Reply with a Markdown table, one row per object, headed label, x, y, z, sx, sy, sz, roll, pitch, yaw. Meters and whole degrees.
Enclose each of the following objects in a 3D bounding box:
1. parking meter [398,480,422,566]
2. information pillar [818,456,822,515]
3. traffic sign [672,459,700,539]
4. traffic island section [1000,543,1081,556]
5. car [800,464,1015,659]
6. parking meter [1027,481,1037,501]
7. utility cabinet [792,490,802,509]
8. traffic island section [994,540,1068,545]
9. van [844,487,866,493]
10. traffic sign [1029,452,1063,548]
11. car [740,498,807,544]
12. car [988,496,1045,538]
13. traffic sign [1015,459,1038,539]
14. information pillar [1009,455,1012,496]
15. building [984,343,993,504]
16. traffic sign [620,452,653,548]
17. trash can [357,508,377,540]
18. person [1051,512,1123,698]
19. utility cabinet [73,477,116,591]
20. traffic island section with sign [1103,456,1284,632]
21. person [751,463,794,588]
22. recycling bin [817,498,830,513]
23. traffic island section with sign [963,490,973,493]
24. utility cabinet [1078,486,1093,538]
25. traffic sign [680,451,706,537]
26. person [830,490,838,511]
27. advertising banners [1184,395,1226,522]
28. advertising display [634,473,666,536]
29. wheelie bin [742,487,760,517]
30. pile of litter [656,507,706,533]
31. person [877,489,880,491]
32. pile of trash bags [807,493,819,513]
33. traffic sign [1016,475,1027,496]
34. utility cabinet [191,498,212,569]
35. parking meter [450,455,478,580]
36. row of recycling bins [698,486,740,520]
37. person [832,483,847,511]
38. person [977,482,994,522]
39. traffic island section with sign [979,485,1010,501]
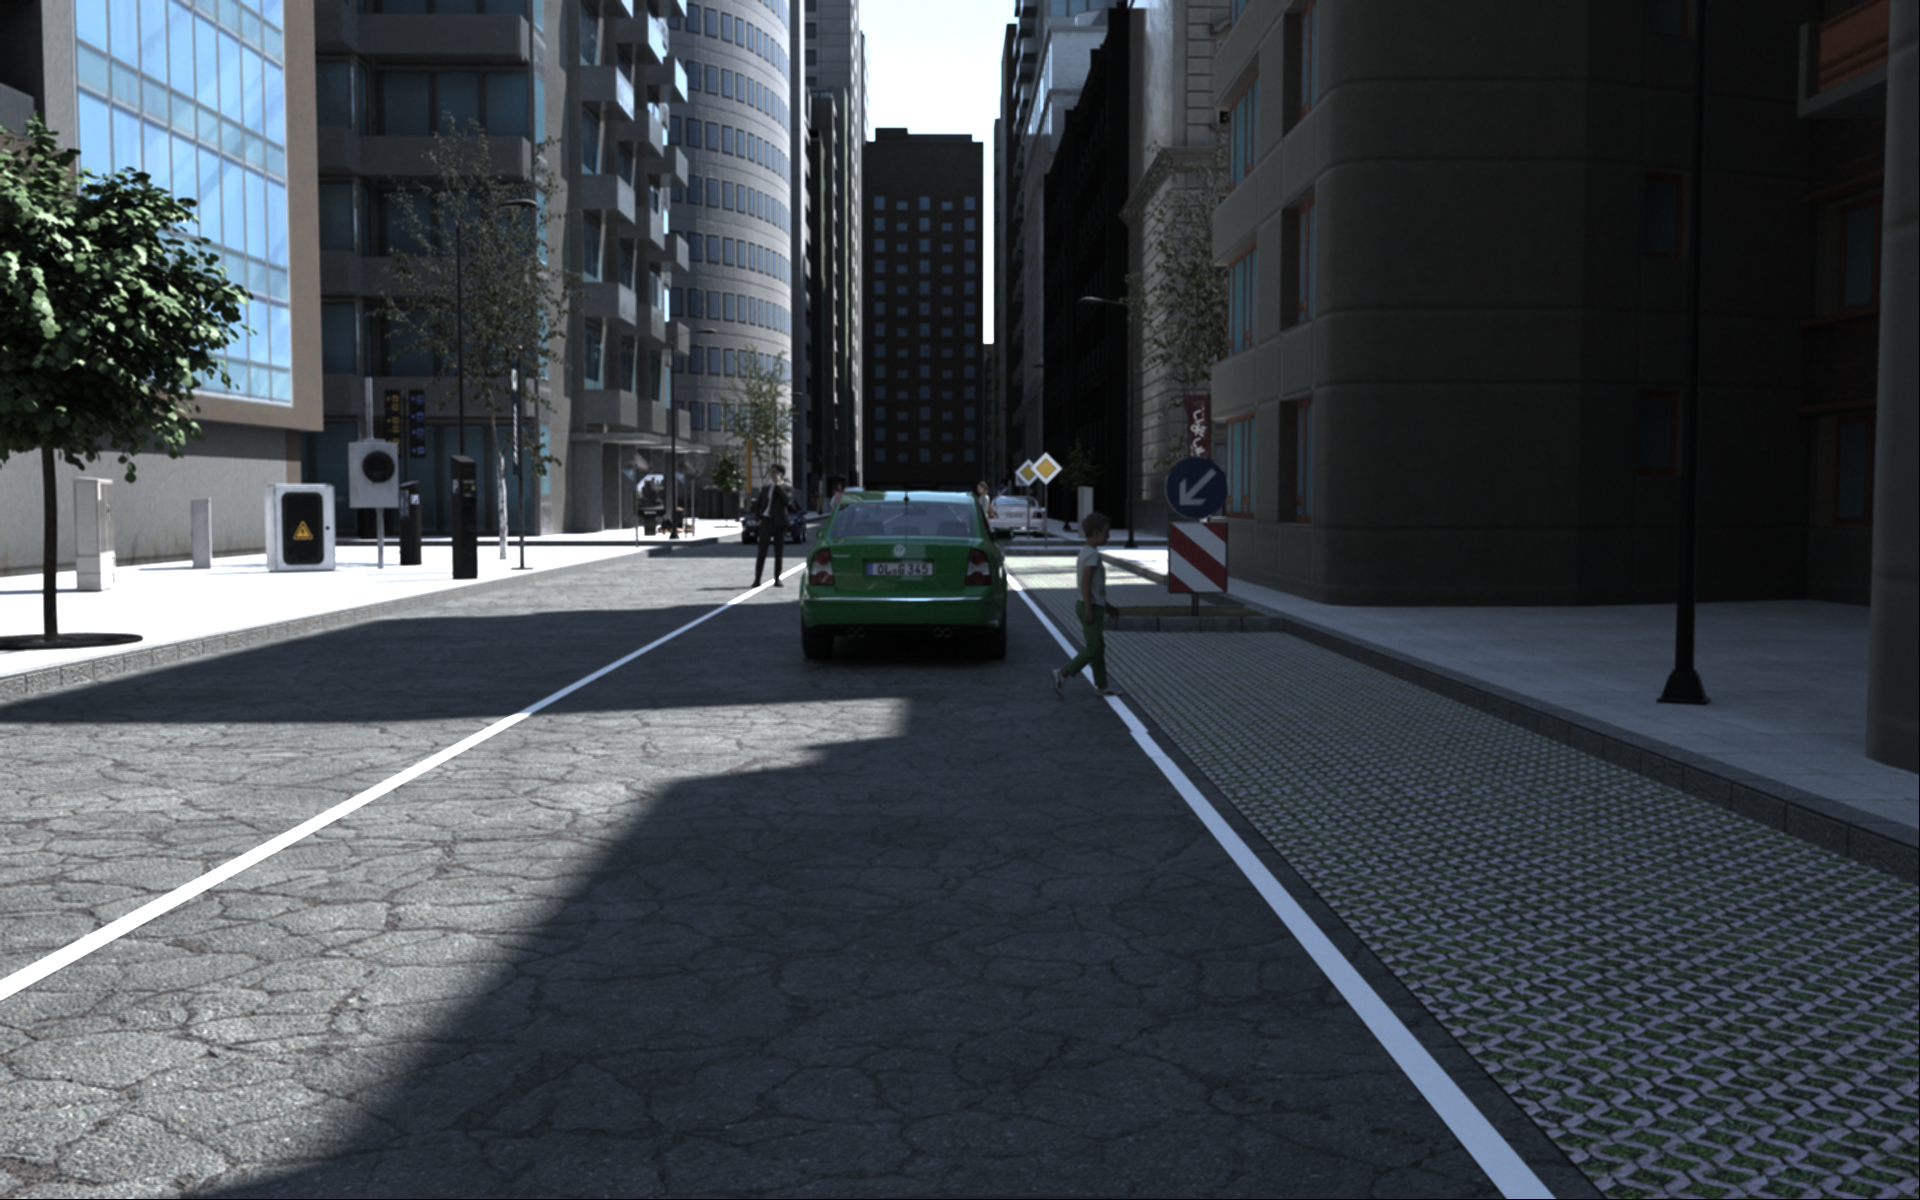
| label | x | y | z | sx | sy | sz | roll | pitch | yaw |
| --- | --- | --- | --- | --- | --- | --- | --- | --- | --- |
| parking meter | -9.908 | -1.394 | 31.207 | 0.372 | 1.533 | 0.369 | 0 | 3 | 0 |
| information pillar | -8.500 | -6.978 | 105.451 | 0.183 | 3.616 | 0.504 | -1 | 4 | -16 |
| traffic sign | -7.754 | -2.774 | 48.994 | 0.795 | 2.450 | 0.064 | 0 | 4 | -1 |
| traffic island section | 2.062 | -1.156 | 41.186 | 2.009 | 0.180 | 2.903 | 0 | 4 | -1 |
| car | -0.451 | -0.467 | 16.433 | 1.959 | 1.807 | 4.718 | 0 | 4 | 1 |
| parking meter | 3.141 | -4.292 | 75.883 | 0.399 | 1.863 | 0.255 | 1 | 4 | 16 |
| utility cabinet | -8.330 | -4.792 | 87.024 | 0.318 | 1.500 | 1.173 | 1 | 4 | 22 |
| traffic island section | 1.963 | -1.645 | 49.170 | 2.009 | 0.180 | 2.903 | 0 | 4 | -1 |
| van | -6.079 | -5.618 | 98.861 | 2.013 | 2.044 | 4.112 | 0 | 4 | 0 |
| traffic sign | 2.038 | -2.292 | 41.108 | 0.795 | 2.450 | 0.064 | 0 | 4 | -1 |
| car | -5.444 | -2.343 | 50.891 | 1.945 | 1.354 | 3.894 | 0 | 4 | -2 |
| car | 1.670 | -2.526 | 53.661 | 2.083 | 1.381 | 4.827 | 0 | 4 | 1 |
| traffic sign | 1.939 | -2.780 | 49.093 | 0.795 | 2.450 | 0.064 | 0 | 4 | -1 |
| information pillar | 2.985 | -6.815 | 102.783 | 0.183 | 3.616 | 0.504 | 1 | 4 | 19 |
| building | 17.518 | -23.114 | 222.953 | 28.899 | 21.520 | 27.650 | 0 | 4 | -1 |
| traffic sign | -7.656 | -2.285 | 41.009 | 0.795 | 2.450 | 0.064 | 0 | 4 | -1 |
| trash can | -16.713 | -2.281 | 48.946 | 0.748 | 1.137 | 0.748 | 0 | 3 | 0 |
| person | 0.890 | 0.037 | 12.151 | 0.590 | 1.304 | 0.306 | -2 | 4 | -25 |
| utility cabinet | -11.548 | -0.885 | 23.148 | 0.318 | 1.500 | 1.173 | -1 | 4 | -18 |
| traffic island section with sign | 2.349 | -0.621 | 18.789 | 1.989 | 1.847 | 2.006 | 0 | 4 | -1 |
| person | -2.884 | -1.152 | 26.703 | 0.648 | 1.900 | 0.474 | 0 | 4 | 1 |
| recycling bin | -9.263 | -6.430 | 117.682 | 0.722 | 1.027 | 0.722 | 1 | 4 | 17 |
| traffic island section with sign | 1.322 | -5.667 | 101.283 | 1.989 | 1.847 | 2.006 | 0 | 4 | -1 |
| utility cabinet | 3.671 | -2.560 | 50.536 | 0.318 | 1.500 | 1.173 | 0 | 4 | -3 |
| traffic sign | -7.889 | -3.123 | 51.167 | 0.768 | 2.556 | 0.104 | 0 | 4 | 6 |
| person | -4.717 | -3.386 | 65.672 | 0.330 | 1.601 | 0.589 | 1 | 4 | 23 |
| advertising banners | 4.849 | -2.085 | 30.278 | 2.074 | 3.025 | 0.090 | 2 | 4 | 32 |
| advertising display | -9.543 | -2.941 | 53.302 | 0.974 | 1.923 | 0.123 | 0 | 4 | 1 |
| wheelie bin | -9.775 | -4.484 | 81.229 | 0.980 | 1.594 | 0.693 | -2 | 4 | -30 |
| pile of litter | -9.254 | -2.648 | 57.264 | 1.719 | 0.858 | 1.176 | 0 | 4 | -3 |
| person | -6.083 | -7.373 | 129.146 | 1.348 | 1.812 | 0.705 | 0 | 4 | 1 |
| pile of trash bags | -11.099 | -6.742 | 119.990 | 3.447 | 1.369 | 1.912 | 3 | 4 | 36 |
| traffic sign | 3.220 | -5.442 | 91.114 | 0.606 | 2.300 | 0.079 | 0 | 4 | 4 |
| utility cabinet | -13.119 | -1.149 | 29.943 | 0.306 | 1.237 | 1.020 | -1 | 4 | -22 |
| parking meter | -7.473 | -1.248 | 26.113 | 0.255 | 1.863 | 0.399 | -3 | 5 | -42 |
| row of recycling bins | -12.209 | -4.916 | 87.487 | 1.069 | 1.692 | 3.534 | -2 | 4 | -35 |
| person | -4.287 | -3.265 | 61.888 | 0.555 | 1.821 | 0.388 | 0 | 4 | 4 |
| person | 0.500 | -1.778 | 38.571 | 0.522 | 1.701 | 0.512 | -1 | 4 | -21 |
| traffic island section with sign | 1.673 | -4.006 | 74.133 | 1.989 | 1.847 | 2.006 | 0 | 4 | -1 |
